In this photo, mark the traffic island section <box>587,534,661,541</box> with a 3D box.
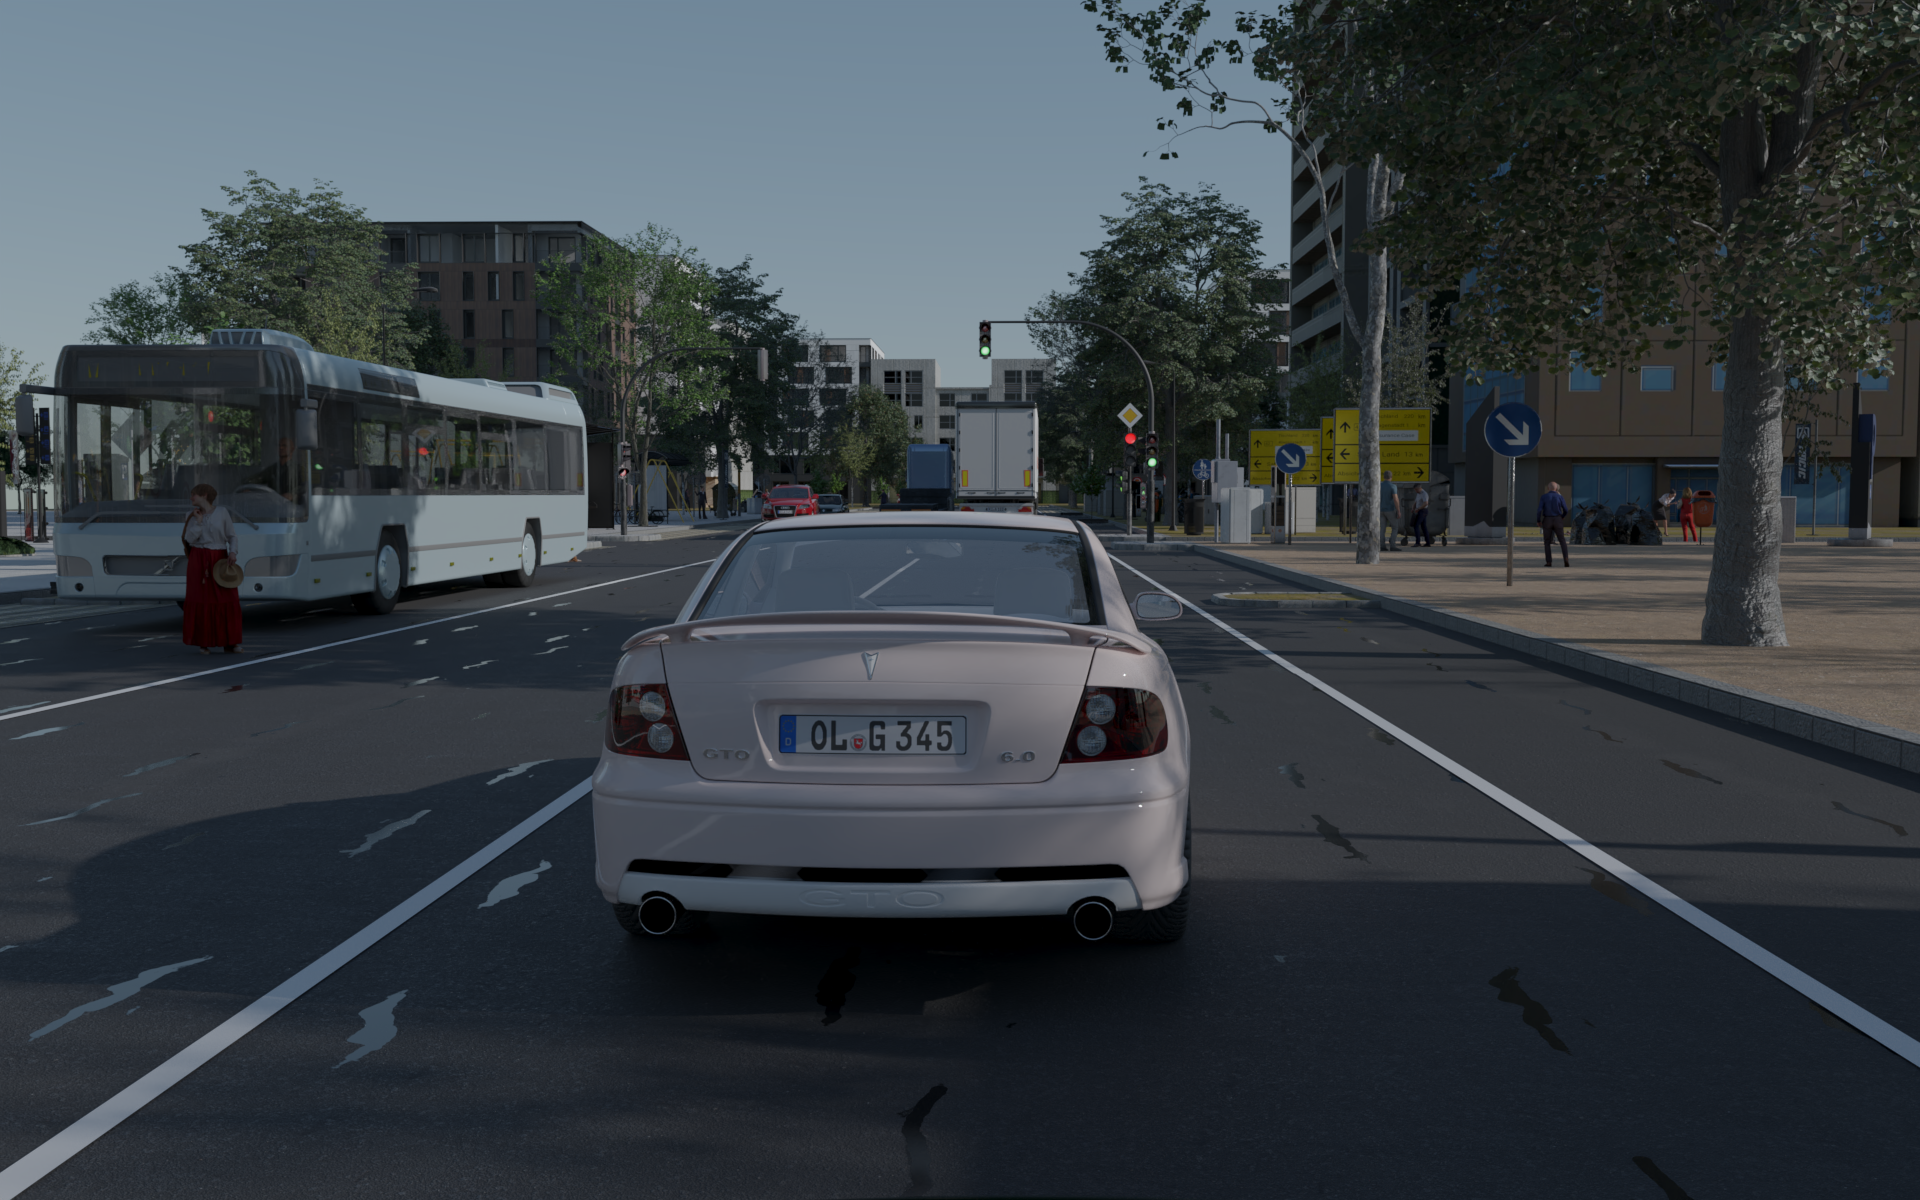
[{"bbox_3d":[-10.486,-1.937,53.952,2.009,0.180,2.903,0,4,2],"label":"traffic island section"}]

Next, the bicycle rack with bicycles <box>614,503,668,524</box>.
[{"bbox_3d":[-13.676,-3.693,73.765,2.925,0.926,2.852,2,4,31],"label":"bicycle rack with bicycles"}]

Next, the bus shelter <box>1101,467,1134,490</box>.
[{"bbox_3d":[11.201,-7.932,123.604,2.014,3.302,5.546,0,4,2],"label":"bus shelter"}]

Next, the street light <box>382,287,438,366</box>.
[{"bbox_3d":[-12.412,-4.066,39.026,1.470,5.913,1.316,0,4,2],"label":"street light"}]

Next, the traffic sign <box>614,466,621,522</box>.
[{"bbox_3d":[-15.661,-4.823,78.958,0.768,2.556,0.104,0,4,4],"label":"traffic sign"}]

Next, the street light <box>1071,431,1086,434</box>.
[{"bbox_3d":[8.869,-9.509,128.005,1.470,5.913,1.316,0,4,2],"label":"street light"}]

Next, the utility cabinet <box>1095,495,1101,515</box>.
[{"bbox_3d":[8.869,-5.868,104.625,1.173,1.500,0.318,-2,4,-29],"label":"utility cabinet"}]

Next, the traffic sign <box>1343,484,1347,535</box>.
[{"bbox_3d":[11.966,-3.282,53.774,0.768,2.556,0.104,1,4,8],"label":"traffic sign"}]

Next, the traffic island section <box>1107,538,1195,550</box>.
[{"bbox_3d":[5.014,-1.420,45.504,2.009,0.180,2.903,0,4,2],"label":"traffic island section"}]

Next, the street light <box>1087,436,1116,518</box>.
[{"bbox_3d":[7.784,-7.443,94.227,1.470,5.913,1.316,0,4,2],"label":"street light"}]

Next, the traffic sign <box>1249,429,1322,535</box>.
[{"bbox_3d":[10.176,-3.687,54.155,2.265,3.308,0.079,1,4,11],"label":"traffic sign"}]

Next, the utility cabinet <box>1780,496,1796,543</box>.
[{"bbox_3d":[21.467,-2.111,45.672,1.020,1.237,0.306,2,4,27],"label":"utility cabinet"}]

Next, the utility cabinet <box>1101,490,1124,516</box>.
[{"bbox_3d":[8.753,-5.502,98.641,1.173,1.500,0.318,-1,4,-23],"label":"utility cabinet"}]

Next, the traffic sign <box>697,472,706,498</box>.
[{"bbox_3d":[-14.754,-5.995,98.129,0.768,2.556,0.104,0,4,4],"label":"traffic sign"}]

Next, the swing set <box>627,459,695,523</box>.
[{"bbox_3d":[-13.785,-4.973,78.933,2.862,2.851,3.119,0,4,0],"label":"swing set"}]

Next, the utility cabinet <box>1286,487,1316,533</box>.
[{"bbox_3d":[11.134,-2.958,57.049,1.173,1.500,0.318,-1,4,-22],"label":"utility cabinet"}]

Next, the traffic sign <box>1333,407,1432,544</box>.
[{"bbox_3d":[9.933,-2.871,40.814,2.265,3.308,0.079,0,4,5],"label":"traffic sign"}]

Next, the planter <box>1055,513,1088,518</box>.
[{"bbox_3d":[6.777,-5.166,105.611,1.991,0.319,1.994,0,4,2],"label":"planter"}]

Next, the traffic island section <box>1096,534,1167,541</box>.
[{"bbox_3d":[5.249,-1.909,53.486,2.009,0.180,2.903,0,4,2],"label":"traffic island section"}]

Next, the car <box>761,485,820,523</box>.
[{"bbox_3d":[-6.772,-3.724,69.562,2.281,1.827,5.304,0,4,0],"label":"car"}]

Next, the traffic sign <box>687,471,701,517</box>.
[{"bbox_3d":[-14.896,-5.921,96.913,0.768,2.556,0.104,0,4,3],"label":"traffic sign"}]

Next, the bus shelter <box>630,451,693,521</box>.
[{"bbox_3d":[-14.358,-5.477,83.475,2.014,3.302,5.546,0,4,2],"label":"bus shelter"}]

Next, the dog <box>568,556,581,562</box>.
[{"bbox_3d":[-8.346,-0.999,36.530,0.748,0.427,0.550,-1,4,-18],"label":"dog"}]

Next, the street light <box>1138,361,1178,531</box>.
[{"bbox_3d":[6.912,-5.376,60.444,1.470,5.913,1.316,0,4,2],"label":"street light"}]

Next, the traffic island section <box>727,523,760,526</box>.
[{"bbox_3d":[-9.431,-3.408,78.582,1.991,0.108,1.994,0,4,2],"label":"traffic island section"}]

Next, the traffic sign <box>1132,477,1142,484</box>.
[{"bbox_3d":[12.886,-7.705,126.081,0.768,2.556,0.104,0,4,6],"label":"traffic sign"}]

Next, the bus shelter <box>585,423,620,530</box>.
[{"bbox_3d":[-13.080,-4.172,59.491,1.731,3.624,6.357,0,4,2],"label":"bus shelter"}]

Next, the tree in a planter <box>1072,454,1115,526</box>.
[{"bbox_3d":[5.973,-4.959,78.307,1.991,3.239,1.994,0,4,2],"label":"tree in a planter"}]

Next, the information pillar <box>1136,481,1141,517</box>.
[{"bbox_3d":[10.098,-5.715,97.926,0.304,2.012,0.304,0,4,4],"label":"information pillar"}]

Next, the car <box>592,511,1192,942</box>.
[{"bbox_3d":[-0.114,0.330,6.966,2.083,1.381,4.827,0,4,3],"label":"car"}]

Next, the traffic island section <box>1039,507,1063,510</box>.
[{"bbox_3d":[8.243,-8.109,155.444,1.991,0.108,1.994,0,4,2],"label":"traffic island section"}]

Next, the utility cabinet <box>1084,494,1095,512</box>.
[{"bbox_3d":[9.516,-7.100,124.757,1.173,1.500,0.318,-1,4,-12],"label":"utility cabinet"}]

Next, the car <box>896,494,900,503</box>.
[{"bbox_3d":[-4.389,-8.718,151.214,2.281,1.827,5.304,0,4,1],"label":"car"}]

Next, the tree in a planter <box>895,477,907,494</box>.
[{"bbox_3d":[-6.357,-11.366,183.056,1.991,3.239,1.994,0,4,2],"label":"tree in a planter"}]

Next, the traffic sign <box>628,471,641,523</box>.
[{"bbox_3d":[-14.318,-4.529,76.174,0.606,2.300,0.079,1,4,9],"label":"traffic sign"}]

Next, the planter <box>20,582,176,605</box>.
[{"bbox_3d":[-11.059,-0.126,23.200,1.991,0.319,1.994,0,4,2],"label":"planter"}]

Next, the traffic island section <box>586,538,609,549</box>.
[{"bbox_3d":[-10.721,-1.449,45.970,2.009,0.180,2.903,0,4,2],"label":"traffic island section"}]

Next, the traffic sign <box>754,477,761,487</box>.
[{"bbox_3d":[-15.056,-7.940,129.550,0.795,2.593,0.064,1,4,11],"label":"traffic sign"}]

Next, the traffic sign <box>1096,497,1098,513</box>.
[{"bbox_3d":[9.525,-7.349,120.264,0.768,2.556,0.104,0,4,4],"label":"traffic sign"}]

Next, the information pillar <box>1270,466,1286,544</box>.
[{"bbox_3d":[8.211,-2.458,44.679,0.304,2.012,0.304,-1,4,-10],"label":"information pillar"}]

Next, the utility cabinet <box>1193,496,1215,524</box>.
[{"bbox_3d":[10.404,-3.804,73.353,1.020,1.237,0.306,2,4,30],"label":"utility cabinet"}]

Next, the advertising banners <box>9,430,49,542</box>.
[{"bbox_3d":[-25.187,-3.097,46.816,2.074,3.025,0.090,3,4,38],"label":"advertising banners"}]

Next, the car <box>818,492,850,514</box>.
[{"bbox_3d":[-6.207,-4.391,81.585,2.009,1.686,4.222,0,4,2],"label":"car"}]

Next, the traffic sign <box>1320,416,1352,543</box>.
[{"bbox_3d":[10.550,-3.142,45.243,2.265,3.308,0.079,0,4,7],"label":"traffic sign"}]

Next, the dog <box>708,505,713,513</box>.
[{"bbox_3d":[-16.877,-6.201,118.213,0.540,0.507,0.406,-3,4,-36],"label":"dog"}]

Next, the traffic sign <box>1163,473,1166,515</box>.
[{"bbox_3d":[12.522,-6.527,106.714,0.884,2.594,0.081,1,4,10],"label":"traffic sign"}]

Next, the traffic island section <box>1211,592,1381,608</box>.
[{"bbox_3d":[4.348,0.003,22.823,1.991,0.108,1.994,0,4,2],"label":"traffic island section"}]

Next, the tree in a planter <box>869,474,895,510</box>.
[{"bbox_3d":[-7.144,-9.719,156.124,1.991,3.239,1.994,0,4,2],"label":"tree in a planter"}]

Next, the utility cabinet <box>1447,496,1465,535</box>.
[{"bbox_3d":[15.719,-2.615,53.913,1.020,1.237,0.306,0,4,4],"label":"utility cabinet"}]

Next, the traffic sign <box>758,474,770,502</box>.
[{"bbox_3d":[-12.303,-6.656,108.926,0.768,2.556,0.104,0,4,7],"label":"traffic sign"}]

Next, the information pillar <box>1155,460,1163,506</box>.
[{"bbox_3d":[12.178,-7.015,106.048,0.504,3.616,0.183,1,4,13],"label":"information pillar"}]

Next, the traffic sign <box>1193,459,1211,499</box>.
[{"bbox_3d":[8.812,-3.832,62.766,0.768,2.556,0.104,1,4,9],"label":"traffic sign"}]

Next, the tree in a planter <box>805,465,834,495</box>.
[{"bbox_3d":[-8.651,-6.623,105.508,1.991,3.239,1.994,0,4,2],"label":"tree in a planter"}]
